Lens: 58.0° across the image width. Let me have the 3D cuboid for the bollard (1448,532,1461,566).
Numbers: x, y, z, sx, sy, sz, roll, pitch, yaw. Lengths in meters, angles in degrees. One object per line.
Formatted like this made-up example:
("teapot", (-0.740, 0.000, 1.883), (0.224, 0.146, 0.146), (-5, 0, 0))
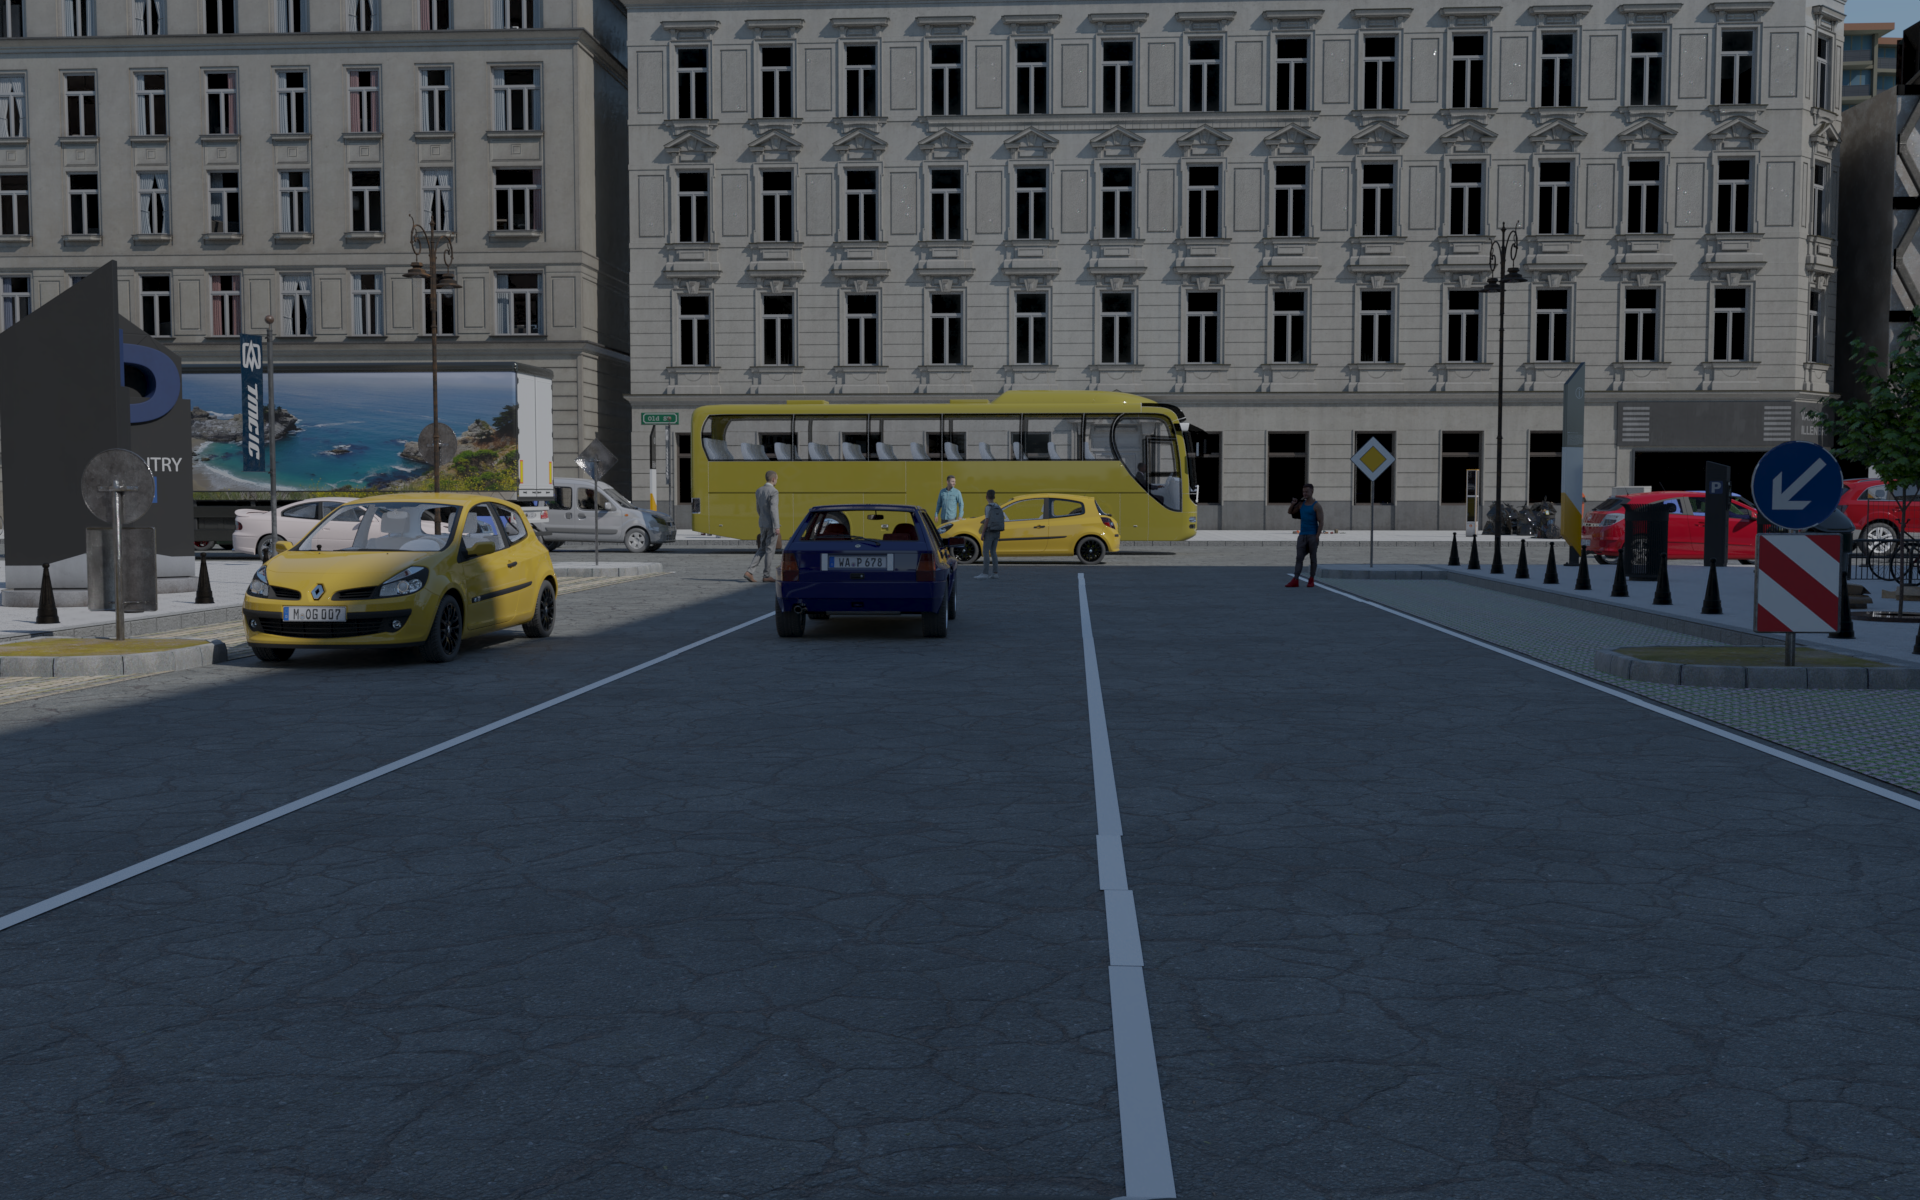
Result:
("bollard", (8.858, -0.917, 31.031), (0.229, 0.601, 0.229), (0, 3, 0))

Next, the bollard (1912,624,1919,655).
("bollard", (7.753, 0.134, 13.855), (0.229, 0.601, 0.229), (0, 3, 0))

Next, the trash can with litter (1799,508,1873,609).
("trash can with litter", (10.037, -0.511, 19.736), (0.624, 1.170, 1.055), (0, 4, -4))

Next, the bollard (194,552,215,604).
("bollard", (-8.857, -0.260, 20.286), (0.229, 0.601, 0.229), (0, 3, 0))

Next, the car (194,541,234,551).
("car", (-20.284, -2.118, 44.408), (4.222, 1.686, 2.009), (0, 4, 2))

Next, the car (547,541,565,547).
("car", (-12.255, -2.227, 46.002), (3.694, 1.707, 1.945), (0, 4, 5))

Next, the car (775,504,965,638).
("car", (-0.933, -0.372, 18.662), (1.945, 1.354, 3.894), (0, 4, 2))

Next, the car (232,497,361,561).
("car", (-12.301, -1.402, 35.288), (4.827, 1.381, 2.083), (0, 4, 5))

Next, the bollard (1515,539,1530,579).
("bollard", (8.553, -0.629, 26.321), (0.229, 0.601, 0.229), (0, 3, 0))

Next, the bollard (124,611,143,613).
("bollard", (-8.956, -0.164, 18.730), (0.229, 0.601, 0.229), (0, 3, 0))

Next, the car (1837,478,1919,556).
("car", (22.438, -1.934, 40.294), (5.304, 1.827, 2.281), (0, 4, 2))

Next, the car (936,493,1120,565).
("car", (1.327, -1.569, 35.885), (3.980, 1.641, 2.015), (0, 4, 5))

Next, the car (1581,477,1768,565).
("car", (14.166, -1.467, 33.027), (4.494, 1.783, 2.155), (0, 4, 2))

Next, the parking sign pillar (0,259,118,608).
("parking sign pillar", (-10.385, -1.936, 20.129), (1.447, 3.967, 1.447), (0, 4, -5))

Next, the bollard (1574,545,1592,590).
("bollard", (8.356, -0.438, 23.207), (0.229, 0.601, 0.229), (0, 3, 0))

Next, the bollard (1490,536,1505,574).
("bollard", (8.659, -0.725, 27.899), (0.229, 0.601, 0.229), (0, 3, 0))

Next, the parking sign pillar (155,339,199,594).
("parking sign pillar", (-10.775, -2.089, 22.632), (1.447, 3.967, 1.447), (3, 5, 44))

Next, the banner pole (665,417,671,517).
("banner pole", (-9.416, -4.031, 55.922), (0.401, 3.779, 0.863), (0, 4, 3))

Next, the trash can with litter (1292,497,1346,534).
("trash can with litter", (11.611, -2.738, 55.818), (2.233, 1.210, 1.678), (-1, 4, -21))

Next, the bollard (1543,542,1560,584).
("bollard", (8.459, -0.533, 24.763), (0.229, 0.601, 0.229), (0, 3, 0))

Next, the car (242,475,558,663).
("car", (-5.072, -0.353, 15.994), (2.015, 1.641, 3.980), (0, 4, 5))

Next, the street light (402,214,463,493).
("street light", (-8.762, -3.433, 28.919), (0.468, 5.910, 1.993), (0, 4, 4))

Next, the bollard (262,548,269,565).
("bollard", (-8.751, -0.355, 21.844), (0.229, 0.601, 0.229), (0, 3, 0))

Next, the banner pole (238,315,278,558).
("banner pole", (-9.719, -2.085, 24.102), (0.401, 3.779, 0.863), (1, 4, 16))

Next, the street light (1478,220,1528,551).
("street light", (9.225, -3.472, 29.563), (0.468, 5.910, 1.993), (0, 4, 4))

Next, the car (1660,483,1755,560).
("car", (16.804, -1.761, 38.386), (3.694, 1.707, 1.945), (0, 4, 2))

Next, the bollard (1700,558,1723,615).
("bollard", (8.052, -0.152, 18.529), (0.229, 0.601, 0.229), (0, 3, 0))

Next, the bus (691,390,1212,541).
("bus", (-0.204, -3.073, 41.793), (12.252, 3.916, 2.896), (0, 4, 4))

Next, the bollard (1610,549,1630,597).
("bollard", (8.256, -0.343, 21.651), (0.229, 0.601, 0.229), (0, 3, 0))

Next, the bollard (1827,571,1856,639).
("bollard", (7.854, 0.039, 15.411), (0.229, 0.601, 0.229), (0, 3, 0))

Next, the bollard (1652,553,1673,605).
("bollard", (8.155, -0.247, 20.085), (0.229, 0.601, 0.229), (0, 3, 0))

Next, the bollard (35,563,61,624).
("bollard", (-9.053, -0.069, 17.167), (0.229, 0.601, 0.229), (0, 3, 0))

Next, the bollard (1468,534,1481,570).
("bollard", (8.755, -0.822, 29.476), (0.229, 0.601, 0.229), (0, 3, 0))

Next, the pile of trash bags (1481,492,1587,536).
("pile of trash bags", (17.860, -2.685, 53.645), (1.912, 1.369, 3.447), (-2, 4, -34))

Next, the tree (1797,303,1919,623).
("tree", (9.684, -1.401, 17.503), (1.663, 3.219, 1.824), (0, 3, 0))
